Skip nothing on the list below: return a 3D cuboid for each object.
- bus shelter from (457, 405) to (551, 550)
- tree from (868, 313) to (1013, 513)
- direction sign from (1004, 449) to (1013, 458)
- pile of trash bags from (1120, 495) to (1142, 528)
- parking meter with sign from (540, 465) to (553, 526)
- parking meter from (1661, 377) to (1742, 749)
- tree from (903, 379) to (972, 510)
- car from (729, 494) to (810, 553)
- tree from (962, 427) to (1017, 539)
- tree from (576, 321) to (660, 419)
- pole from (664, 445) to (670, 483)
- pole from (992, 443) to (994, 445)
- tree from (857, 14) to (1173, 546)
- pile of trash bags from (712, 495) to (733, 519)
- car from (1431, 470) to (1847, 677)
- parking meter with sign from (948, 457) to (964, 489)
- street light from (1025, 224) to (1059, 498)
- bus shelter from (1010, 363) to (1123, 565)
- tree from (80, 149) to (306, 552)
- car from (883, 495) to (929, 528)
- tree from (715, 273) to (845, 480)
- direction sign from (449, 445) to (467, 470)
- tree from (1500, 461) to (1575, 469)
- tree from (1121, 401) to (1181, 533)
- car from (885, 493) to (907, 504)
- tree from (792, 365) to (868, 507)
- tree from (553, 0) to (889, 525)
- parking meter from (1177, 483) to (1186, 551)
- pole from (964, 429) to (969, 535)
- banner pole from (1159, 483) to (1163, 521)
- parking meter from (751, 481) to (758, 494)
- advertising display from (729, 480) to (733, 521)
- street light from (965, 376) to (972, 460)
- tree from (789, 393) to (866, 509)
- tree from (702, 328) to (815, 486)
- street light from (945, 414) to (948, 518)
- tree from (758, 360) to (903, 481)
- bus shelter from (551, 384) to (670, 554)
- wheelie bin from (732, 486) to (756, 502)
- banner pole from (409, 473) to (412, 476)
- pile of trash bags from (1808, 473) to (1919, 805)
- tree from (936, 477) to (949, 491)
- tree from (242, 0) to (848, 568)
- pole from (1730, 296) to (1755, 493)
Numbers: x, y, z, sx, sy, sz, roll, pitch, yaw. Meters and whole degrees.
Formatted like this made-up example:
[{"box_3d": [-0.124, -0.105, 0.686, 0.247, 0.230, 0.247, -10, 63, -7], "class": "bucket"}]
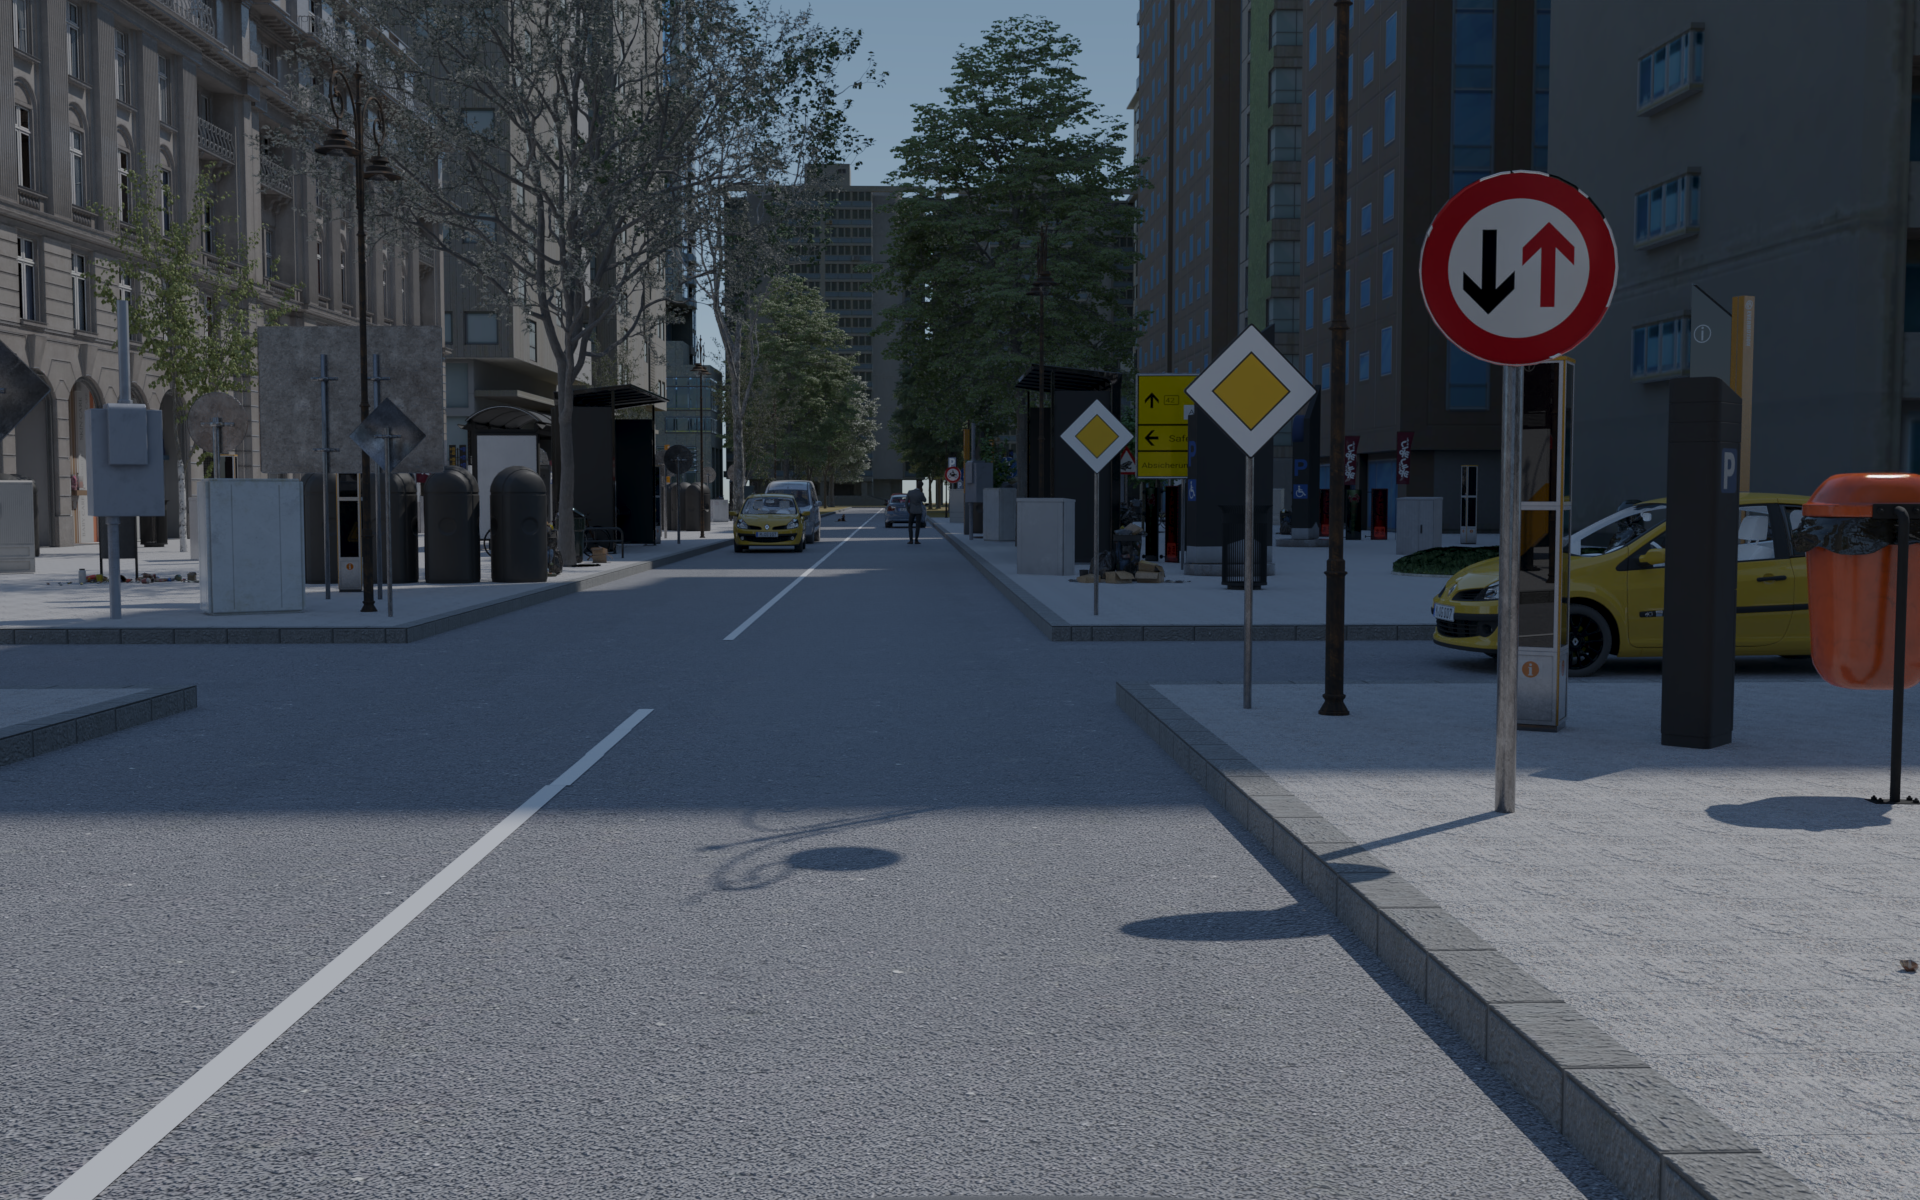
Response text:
[{"box_3d": [-10.512, -2.954, 42.217, 2.014, 3.302, 5.546, 0, 4, -2], "class": "bus shelter"}, {"box_3d": [-0.584, -12.933, 118.105, 9.857, 13.997, 8.962, 0, 3, 0], "class": "tree"}, {"box_3d": [2.407, -5.851, 87.656, 0.379, 3.537, 0.876, 3, 5, 41], "class": "direction sign"}, {"box_3d": [3.004, -2.144, 44.811, 1.912, 1.369, 3.447, -3, 5, -40], "class": "pile of trash bags"}, {"box_3d": [-11.063, -3.008, 45.436, 1.738, 3.016, 0.543, 0, 4, -4], "class": "parking meter with sign"}, {"box_3d": [3.793, -0.192, 8.858, 0.255, 1.863, 0.399, 3, 5, 42], "class": "parking meter"}, {"box_3d": [-2.320, -13.163, 140.975, 9.928, 11.665, 9.643, 0, 3, 0], "class": "tree"}, {"box_3d": [-4.775, -2.048, 43.705, 2.015, 1.641, 3.980, 0, 4, -3], "class": "car"}, {"box_3d": [0.775, -3.407, 50.309, 1.663, 3.219, 1.824, 0, 3, 0], "class": "tree"}, {"box_3d": [-14.883, -7.569, 74.123, 4.360, 8.622, 3.978, 0, 3, 0], "class": "tree"}, {"box_3d": [-12.121, -4.765, 71.746, 0.158, 3.312, 0.155, 0, 3, 0], "class": "pole"}, {"box_3d": [1.191, -4.360, 65.135, 0.158, 3.312, 0.155, 0, 3, 0], "class": "pole"}, {"box_3d": [1.156, -7.572, 41.926, 7.486, 12.596, 7.792, 0, 3, 0], "class": "tree"}, {"box_3d": [-11.991, -4.900, 89.871, 3.447, 1.369, 1.912, -3, 4, -36], "class": "pile of trash bags"}, {"box_3d": [5.957, -0.252, 14.339, 3.980, 1.641, 2.015, 0, 4, -2], "class": "car"}, {"box_3d": [0.262, -5.309, 83.064, 1.738, 3.016, 0.543, -3, 5, -43], "class": "parking meter with sign"}, {"box_3d": [1.413, -3.500, 30.009, 0.468, 5.910, 1.993, 0, 4, -2], "class": "street light"}, {"box_3d": [2.039, -2.630, 34.284, 1.731, 3.624, 6.357, 0, 4, -2], "class": "bus shelter"}, {"box_3d": [-16.922, -5.363, 38.044, 4.737, 8.622, 4.395, 0, 3, 0], "class": "tree"}, {"box_3d": [-2.331, -3.841, 74.806, 2.014, 1.417, 4.499, 0, 4, 0], "class": "car"}, {"box_3d": [-8.556, -10.465, 89.230, 7.486, 12.596, 7.792, 0, 3, 0], "class": "tree"}, {"box_3d": [-23.070, -5.360, 79.634, 0.876, 3.537, 0.379, 1, 4, 15], "class": "direction sign"}, {"box_3d": [13.535, -2.854, 41.260, 1.663, 3.219, 1.824, 0, 3, 0], "class": "tree"}, {"box_3d": [6.123, -4.519, 57.597, 4.285, 4.588, 4.351, 0, 3, 0], "class": "tree"}, {"box_3d": [-3.454, -5.792, 103.744, 2.155, 1.783, 4.494, 0, 4, -1], "class": "car"}, {"box_3d": [-12.442, -16.023, 168.634, 9.857, 13.997, 8.962, 0, 3, 0], "class": "tree"}, {"box_3d": [-9.314, -12.593, 61.781, 12.611, 20.169, 13.585, 0, 3, 0], "class": "tree"}, {"box_3d": [5.065, -1.876, 39.086, 0.372, 1.533, 0.369, 0, 3, 0], "class": "parking meter"}, {"box_3d": [0.207, -3.709, 54.493, 0.158, 3.312, 0.155, 0, 3, 0], "class": "pole"}, {"box_3d": [9.676, -5.704, 83.277, 0.401, 3.779, 0.863, 1, 4, 16], "class": "banner pole"}, {"box_3d": [-9.436, -4.522, 79.642, 0.255, 1.863, 0.399, -1, 4, -17], "class": "parking meter"}, {"box_3d": [-10.857, -4.699, 82.047, 0.123, 1.923, 0.974, -1, 4, -9], "class": "advertising display"}, {"box_3d": [0.308, -5.443, 61.786, 0.468, 5.910, 1.993, 0, 4, -2], "class": "street light"}, {"box_3d": [-12.048, -13.305, 151.948, 8.767, 10.594, 7.601, 2, 4, 24], "class": "tree"}, {"box_3d": [-9.284, -7.685, 76.016, 4.360, 8.622, 3.978, 0, 3, 0], "class": "tree"}, {"box_3d": [-0.737, -7.353, 93.009, 0.468, 5.910, 1.993, 0, 4, -2], "class": "street light"}, {"box_3d": [-11.269, -12.513, 130.336, 9.928, 11.665, 9.643, 0, 3, 0], "class": "tree"}, {"box_3d": [-7.971, -2.981, 40.016, 1.731, 3.624, 6.357, 0, 4, -2], "class": "bus shelter"}, {"box_3d": [-8.396, -3.621, 67.118, 0.693, 1.594, 0.980, -3, 5, -41], "class": "wheelie bin"}, {"box_3d": [-14.303, -3.315, 44.215, 0.401, 3.779, 0.863, 2, 4, 33], "class": "banner pole"}, {"box_3d": [5.310, 0.150, 7.301, 3.447, 1.369, 1.912, 0, 4, 4], "class": "pile of trash bags"}, {"box_3d": [-2.077, -13.150, 165.358, 4.360, 8.622, 3.978, 0, 3, 0], "class": "tree"}, {"box_3d": [-6.848, -7.320, 30.048, 12.009, 13.543, 11.850, 0, 3, 0], "class": "tree"}, {"box_3d": [8.076, -1.474, 17.950, 0.158, 3.312, 0.155, 0, 3, 0], "class": "pole"}]
